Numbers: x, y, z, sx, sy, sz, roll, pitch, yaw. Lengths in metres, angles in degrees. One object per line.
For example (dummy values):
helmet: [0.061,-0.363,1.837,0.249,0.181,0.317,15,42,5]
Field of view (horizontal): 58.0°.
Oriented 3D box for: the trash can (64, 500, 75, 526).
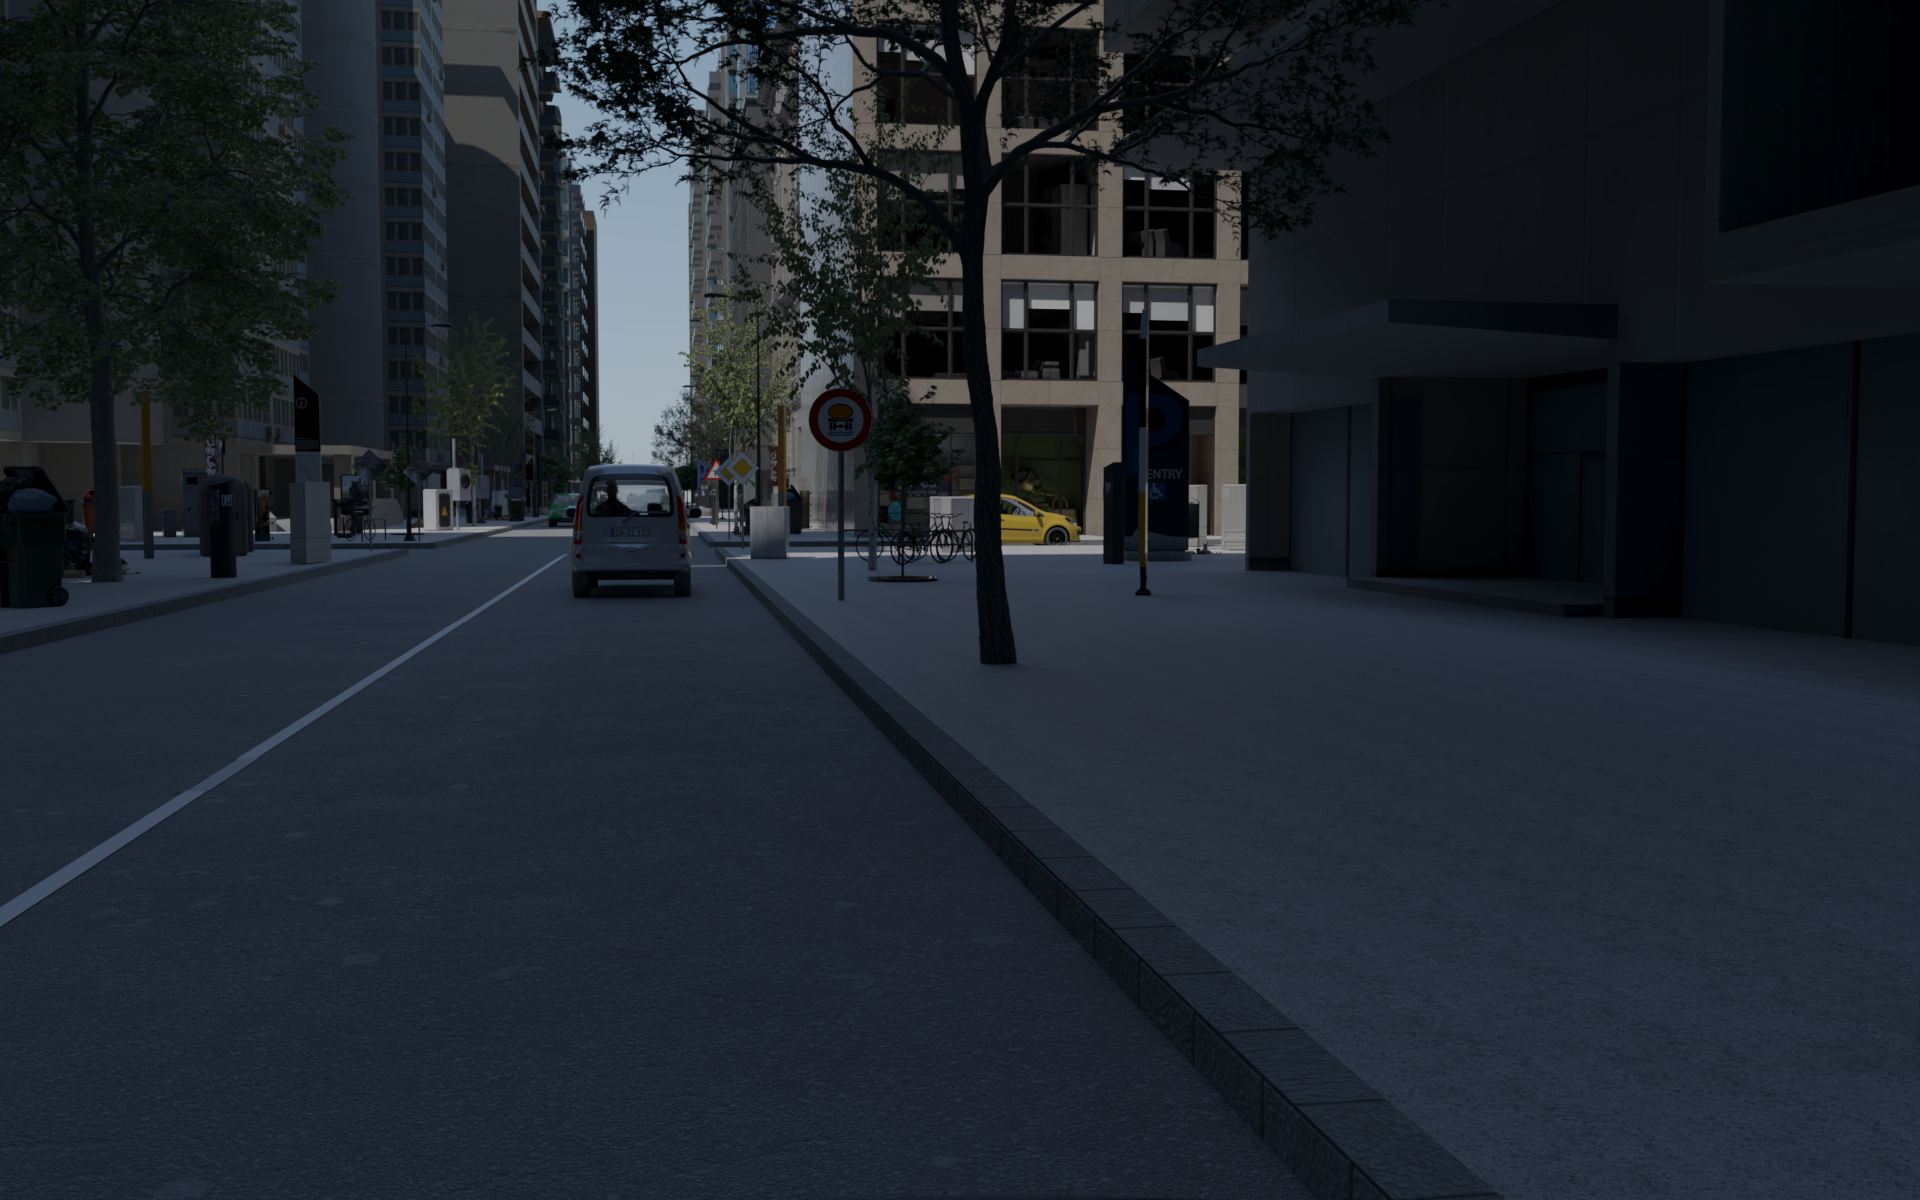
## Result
trash can: [-23.461,-2.052,45.197,0.748,1.137,0.748,0,3,0]

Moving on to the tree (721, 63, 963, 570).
tree: [-1.685,-4.799,28.828,4.737,8.622,4.395,0,3,0]

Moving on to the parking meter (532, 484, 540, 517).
parking meter: [-24.085,-5.668,98.382,0.399,1.863,0.255,-1,4,-19]

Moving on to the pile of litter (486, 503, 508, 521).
pile of litter: [-22.262,-4.287,84.050,1.719,0.858,1.176,-2,4,-29]

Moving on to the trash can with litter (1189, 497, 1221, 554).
trash can with litter: [4.484,-1.597,37.170,2.233,1.210,1.678,1,4,9]

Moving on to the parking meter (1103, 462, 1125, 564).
parking meter: [2.815,-1.592,31.739,0.255,1.863,0.399,-2,4,-27]

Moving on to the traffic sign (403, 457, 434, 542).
traffic sign: [-14.596,-2.634,46.712,0.795,2.450,0.064,-1,4,-10]

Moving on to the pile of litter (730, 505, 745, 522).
pile of litter: [-9.890,-4.037,79.975,1.719,0.858,1.176,3,5,44]

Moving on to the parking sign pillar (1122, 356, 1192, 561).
parking sign pillar: [3.797,-2.761,33.609,1.447,3.967,1.447,0,4,6]

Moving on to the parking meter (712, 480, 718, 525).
parking meter: [-10.112,-4.023,71.492,0.255,1.863,0.399,0,4,-6]

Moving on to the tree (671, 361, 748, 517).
tree: [-13.599,-8.854,95.126,4.360,8.622,3.978,0,3,0]

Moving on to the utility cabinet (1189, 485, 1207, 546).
utility cabinet: [5.585,-2.065,42.436,0.318,1.500,1.173,-2,4,-26]

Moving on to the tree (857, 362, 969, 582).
tree: [-0.844,-1.883,25.395,1.663,3.219,1.824,0,3,0]

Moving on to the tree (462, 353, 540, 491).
tree: [-23.696,-8.525,89.744,4.360,8.622,3.978,0,3,0]

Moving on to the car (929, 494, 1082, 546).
car: [1.204,-2.157,45.491,3.980,1.641,2.015,-1,4,-11]

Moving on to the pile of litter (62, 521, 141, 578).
pile of litter: [-13.570,-0.803,27.093,1.176,0.858,1.719,2,4,29]

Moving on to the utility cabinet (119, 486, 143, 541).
utility cabinet: [-22.505,-2.345,47.021,1.173,1.500,0.318,3,5,44]

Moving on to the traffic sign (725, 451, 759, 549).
traffic sign: [-5.054,-2.238,40.237,0.795,2.450,0.064,-1,4,-10]

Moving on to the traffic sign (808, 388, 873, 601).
traffic sign: [-1.432,-1.268,20.830,0.768,2.556,0.104,0,4,-2]

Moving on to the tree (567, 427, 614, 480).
tree: [-41.057,-14.683,190.430,4.360,8.622,3.978,0,3,0]

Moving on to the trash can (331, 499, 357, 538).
trash can: [-18.058,-2.395,50.806,0.748,1.137,0.748,0,3,0]

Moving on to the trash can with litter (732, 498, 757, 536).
trash can with litter: [-6.638,-2.582,53.610,1.055,1.170,0.624,2,4,35]

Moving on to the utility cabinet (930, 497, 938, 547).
utility cabinet: [-0.198,-1.883,41.941,1.020,1.237,0.306,-1,4,-20]

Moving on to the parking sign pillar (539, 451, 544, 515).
parking sign pillar: [-26.486,-7.309,107.966,1.447,3.967,1.447,3,4,39]

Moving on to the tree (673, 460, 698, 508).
tree: [-27.630,-11.573,172.933,4.285,4.588,4.351,0,3,0]

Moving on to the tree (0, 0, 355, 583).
tree: [-12.901,-6.545,25.139,7.486,12.596,7.792,0,3,0]

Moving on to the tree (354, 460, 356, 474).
tree: [-30.010,-5.609,86.315,1.663,3.219,1.824,0,3,0]

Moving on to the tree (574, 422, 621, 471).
tree: [-37.782,-13.979,178.919,4.737,8.622,4.395,0,3,0]

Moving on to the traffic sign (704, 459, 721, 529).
traffic sign: [-8.927,-3.883,63.491,0.884,2.594,0.081,-1,4,-9]

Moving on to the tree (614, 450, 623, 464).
tree: [-55.638,-19.947,276.494,4.360,8.622,3.978,0,3,0]

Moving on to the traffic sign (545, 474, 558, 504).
traffic sign: [-26.148,-6.775,110.870,0.768,2.556,0.104,0,4,-1]

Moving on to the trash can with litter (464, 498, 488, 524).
trash can with litter: [-21.083,-3.925,75.559,1.055,1.170,0.624,1,4,16]

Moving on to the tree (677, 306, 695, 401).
tree: [-7.445,-6.660,59.246,4.737,8.622,4.395,0,3,0]

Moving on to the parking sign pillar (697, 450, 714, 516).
parking sign pillar: [-14.826,-6.891,101.145,1.447,3.967,1.447,-3,4,-38]

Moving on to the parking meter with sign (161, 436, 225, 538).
parking meter with sign: [-22.825,-3.383,51.567,1.738,3.016,0.543,-2,4,-32]

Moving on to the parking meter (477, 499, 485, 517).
parking meter: [-25.095,-5.036,90.745,0.372,1.533,0.369,0,3,0]

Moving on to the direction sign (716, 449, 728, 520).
direction sign: [-11.975,-5.826,87.247,0.876,3.537,0.379,3,4,38]

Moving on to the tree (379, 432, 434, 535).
tree: [-17.492,-3.649,54.267,1.663,3.219,1.824,0,3,0]

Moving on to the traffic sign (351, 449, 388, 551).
traffic sign: [-13.230,-2.153,38.844,0.795,2.450,0.064,-1,4,-10]

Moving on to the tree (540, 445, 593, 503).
tree: [-27.425,-8.103,116.198,4.285,4.588,4.351,0,3,0]

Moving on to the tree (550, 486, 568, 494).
tree: [-31.513,-8.621,135.554,1.663,3.219,1.824,0,3,0]

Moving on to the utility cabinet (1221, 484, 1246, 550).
utility cabinet: [6.544,-1.873,39.300,1.173,1.500,0.318,1,4,21]

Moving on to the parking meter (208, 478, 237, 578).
parking meter: [-11.321,-1.112,26.588,0.372,1.533,0.369,0,3,0]

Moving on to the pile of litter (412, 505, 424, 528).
pile of litter: [-20.550,-3.202,66.326,1.176,0.858,1.719,0,4,3]

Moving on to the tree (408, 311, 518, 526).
tree: [-19.579,-7.238,68.710,4.737,8.622,4.395,0,3,0]

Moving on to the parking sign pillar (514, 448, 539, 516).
parking sign pillar: [-25.318,-6.808,99.786,1.447,3.967,1.447,0,4,-3]

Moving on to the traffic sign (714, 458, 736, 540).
traffic sign: [-6.420,-2.719,48.105,0.795,2.450,0.064,-1,4,-10]

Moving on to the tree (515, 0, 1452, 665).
tree: [-0.049,-4.800,12.897,7.601,10.594,8.767,0,4,6]

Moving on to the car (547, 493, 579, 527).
car: [-17.255,-4.151,76.661,1.959,1.807,4.718,-1,4,-10]

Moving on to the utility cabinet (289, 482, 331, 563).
utility cabinet: [-12.035,-1.430,32.064,0.318,1.500,1.173,0,4,1]
